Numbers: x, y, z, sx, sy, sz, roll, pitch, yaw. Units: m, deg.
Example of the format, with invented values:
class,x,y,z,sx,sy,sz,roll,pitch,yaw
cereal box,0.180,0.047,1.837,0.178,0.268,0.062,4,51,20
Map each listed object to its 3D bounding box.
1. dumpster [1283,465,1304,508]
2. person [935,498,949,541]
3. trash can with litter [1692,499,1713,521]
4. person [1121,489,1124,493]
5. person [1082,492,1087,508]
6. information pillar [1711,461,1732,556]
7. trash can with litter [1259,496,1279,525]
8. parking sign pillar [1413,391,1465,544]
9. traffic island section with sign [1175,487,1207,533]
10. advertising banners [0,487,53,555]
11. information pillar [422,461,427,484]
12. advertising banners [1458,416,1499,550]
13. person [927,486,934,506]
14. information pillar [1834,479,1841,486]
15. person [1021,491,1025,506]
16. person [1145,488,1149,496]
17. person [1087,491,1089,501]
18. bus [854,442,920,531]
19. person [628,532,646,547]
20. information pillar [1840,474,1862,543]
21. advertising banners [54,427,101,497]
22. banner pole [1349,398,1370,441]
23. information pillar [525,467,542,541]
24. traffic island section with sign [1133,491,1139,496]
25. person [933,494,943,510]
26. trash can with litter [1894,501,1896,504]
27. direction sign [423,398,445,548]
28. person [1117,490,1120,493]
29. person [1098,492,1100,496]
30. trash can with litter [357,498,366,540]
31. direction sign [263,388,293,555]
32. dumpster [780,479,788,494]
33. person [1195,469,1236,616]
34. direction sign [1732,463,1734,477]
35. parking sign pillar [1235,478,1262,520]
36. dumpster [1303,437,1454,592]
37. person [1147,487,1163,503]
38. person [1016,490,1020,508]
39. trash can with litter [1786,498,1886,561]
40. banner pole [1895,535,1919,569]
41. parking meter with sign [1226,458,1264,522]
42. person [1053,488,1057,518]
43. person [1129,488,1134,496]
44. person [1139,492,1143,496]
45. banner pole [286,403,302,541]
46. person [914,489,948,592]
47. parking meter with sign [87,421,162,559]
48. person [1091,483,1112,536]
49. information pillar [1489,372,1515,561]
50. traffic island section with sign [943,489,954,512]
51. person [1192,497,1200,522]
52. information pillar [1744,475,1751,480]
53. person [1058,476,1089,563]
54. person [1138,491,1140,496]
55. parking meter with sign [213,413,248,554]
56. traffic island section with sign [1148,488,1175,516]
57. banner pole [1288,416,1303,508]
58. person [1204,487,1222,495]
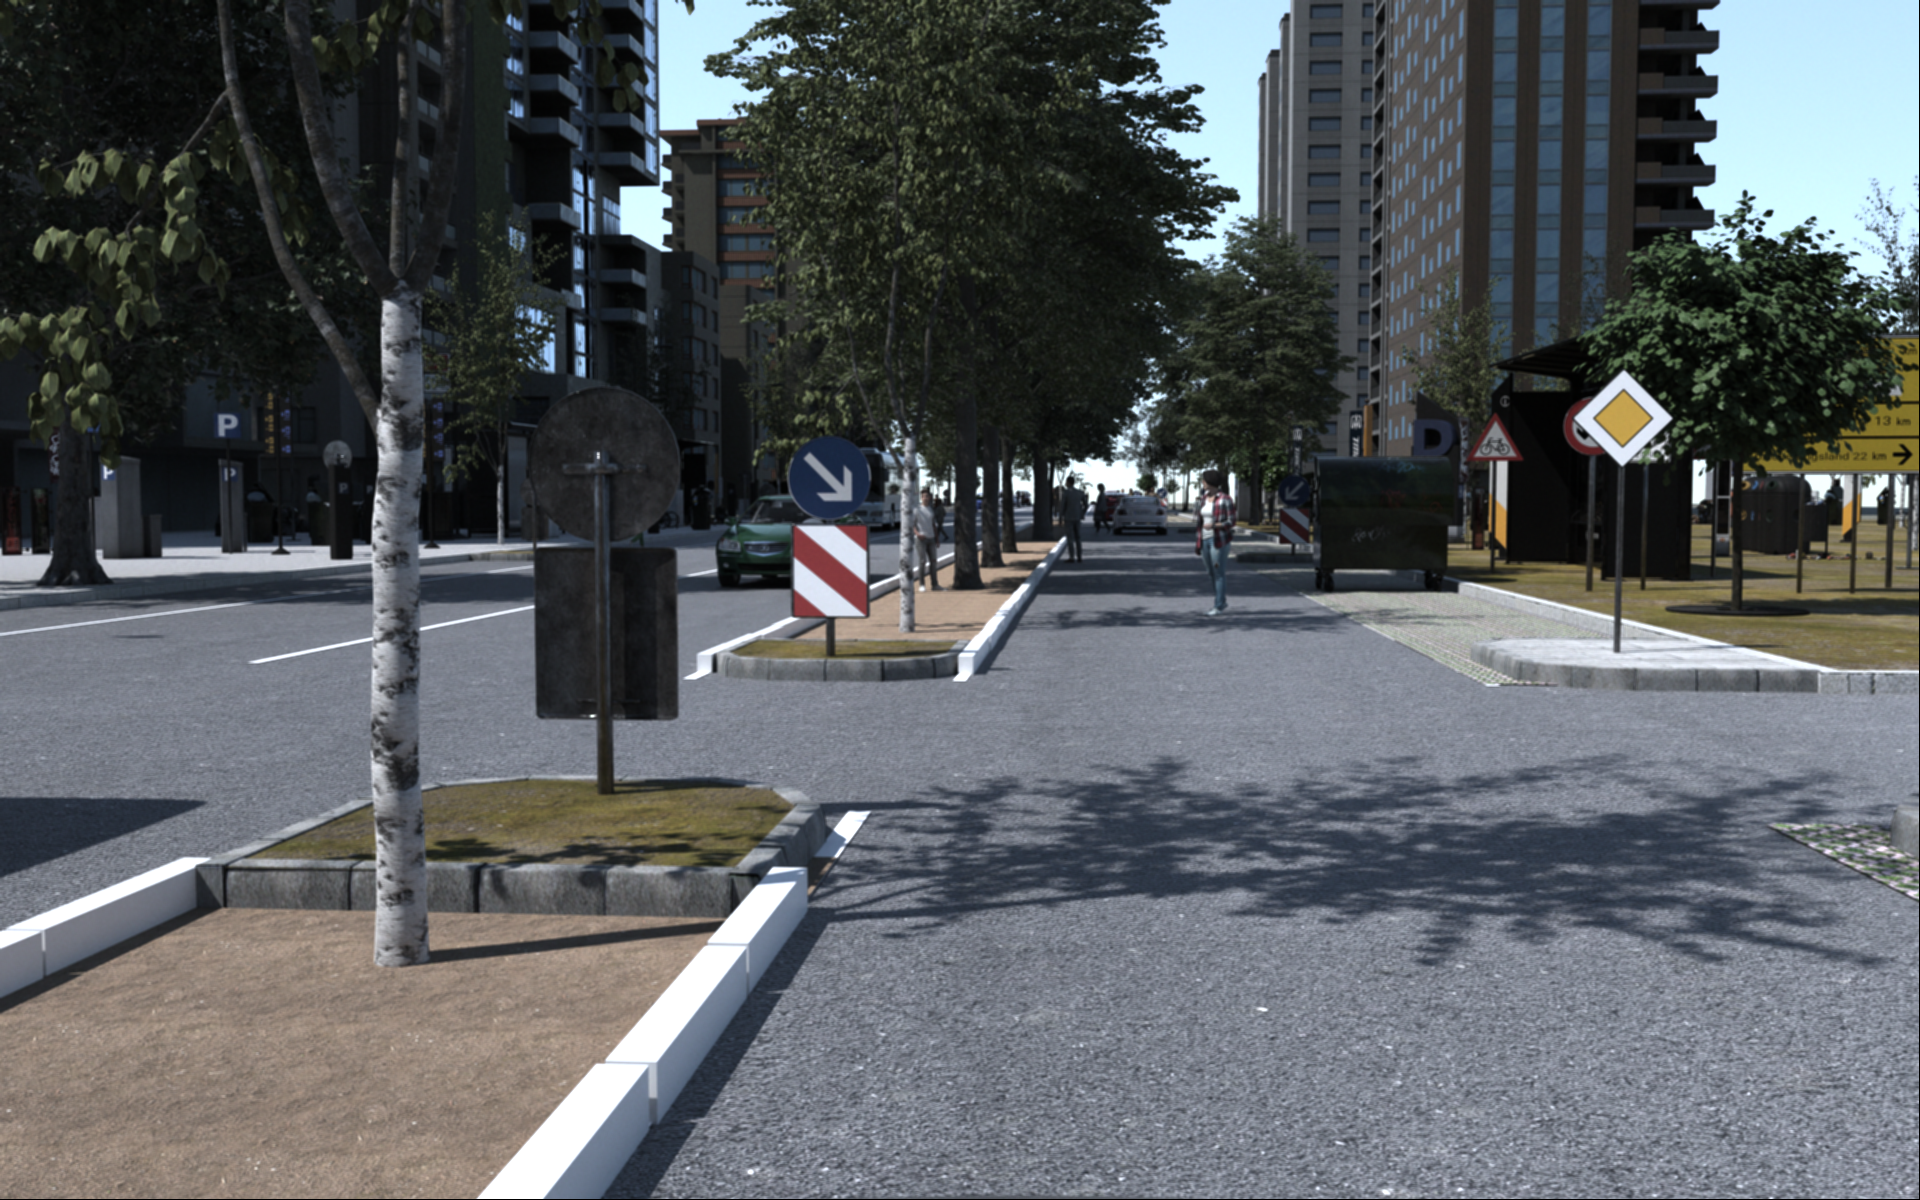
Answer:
class,x,y,z,sx,sy,sz,roll,pitch,yaw
dumpster,11.516,-3.326,56.868,1.502,2.255,1.985,0,4,4
person,-0.612,-2.440,52.659,0.640,1.303,0.475,2,4,24
trash can with litter,35.576,-4.384,83.066,1.055,1.170,0.624,0,4,2
person,9.765,-5.800,103.882,0.990,1.755,0.434,1,4,20
person,11.062,-8.854,154.180,0.541,1.710,0.530,1,4,19
information pillar,15.736,-1.914,35.780,0.304,2.012,0.304,1,4,11
trash can with litter,13.002,-3.801,73.210,1.678,1.210,2.233,1,4,15
parking sign pillar,12.412,-3.457,44.998,1.447,3.967,1.447,3,5,39
traffic island section with sign,9.053,-3.371,63.745,1.989,1.847,2.006,0,4,5
advertising banners,-19.951,-2.460,36.413,0.090,3.025,2.074,1,4,18
information pillar,-22.256,-4.916,71.735,0.183,3.616,0.504,2,4,32
advertising banners,11.915,-2.661,39.692,2.074,3.025,0.090,-3,5,-44
person,-1.522,-4.653,84.775,0.606,1.804,0.583,1,4,18
information pillar,42.329,-4.843,83.678,0.304,2.012,0.304,1,4,18
person,7.232,-11.741,200.993,0.721,1.766,1.217,1,4,15
person,11.278,-5.838,104.042,0.705,1.812,1.348,0,4,-2
person,17.859,-14.332,242.925,0.705,1.812,1.348,0,4,-6
bus,-3.635,-4.617,70.354,2.948,3.499,13.247,0,4,5
person,-8.459,-2.001,45.467,0.590,1.304,0.306,-3,4,-37
information pillar,23.582,-3.327,45.754,0.183,3.616,0.504,-2,4,-29
advertising banners,-22.166,-2.928,44.066,2.074,3.025,0.090,-1,4,-11
banner pole,10.535,-3.401,45.626,0.401,3.779,0.863,-2,4,-31
information pillar,-11.652,-2.621,47.347,0.304,2.012,0.304,2,4,30
traffic island section with sign,15.311,-8.075,140.648,1.989,1.847,2.006,0,4,5
person,-1.379,-5.440,100.696,1.065,1.426,0.557,-2,4,-33
trash can with litter,45.523,-4.496,84.903,0.624,1.170,1.055,2,4,30
direction sign,-12.520,-2.994,40.956,0.876,3.537,0.379,2,4,26
person,11.609,-7.228,127.461,1.217,1.735,0.721,2,4,31
person,15.735,-11.246,193.158,1.217,1.735,0.721,-3,5,-41
trash can with litter,-16.050,-2.224,47.744,1.055,1.170,0.624,-1,4,-20
direction sign,-14.448,-2.737,36.742,0.876,3.537,0.379,2,4,31
dumpster,-8.534,-5.264,88.565,1.502,2.255,1.985,0,4,5
person,3.039,-0.680,20.457,0.643,1.720,0.563,-2,4,-34
direction sign,34.309,-5.247,77.783,0.876,3.537,0.379,1,4,17
parking sign pillar,14.065,-5.866,84.375,1.447,3.967,1.447,-1,4,-23
dumpster,6.182,-1.259,25.536,1.985,2.255,1.502,0,4,6
person,10.225,-5.109,92.035,1.348,1.823,0.705,2,4,31
person,6.108,-10.653,182.689,0.705,1.822,1.348,0,4,2
trash can with litter,17.199,-1.402,33.979,2.233,1.210,1.678,0,4,6
banner pole,16.394,-2.427,29.702,0.401,3.779,0.863,3,5,42
parking meter with sign,13.242,-5.147,80.407,1.738,3.016,0.543,0,4,3
person,5.698,-5.927,105.494,1.348,1.812,0.705,0,3,0
person,11.196,-6.432,113.759,0.705,1.812,1.348,-1,4,-17
person,8.482,-4.272,80.941,0.523,1.515,0.503,2,4,31
banner pole,-18.227,-3.500,47.248,0.401,3.779,0.863,-1,4,-19
person,-0.475,-0.875,25.394,0.523,1.515,0.503,2,4,25
parking meter with sign,-16.630,-2.331,34.375,0.543,3.016,1.738,1,4,14
person,4.840,-3.083,59.082,0.728,1.800,0.709,0,4,7
information pillar,10.484,-2.577,33.495,0.183,3.616,0.504,-3,4,-37
traffic island section with sign,-1.024,-8.151,141.891,1.989,1.847,2.006,0,4,5
person,11.982,-4.609,88.142,0.394,1.301,0.425,3,4,38
information pillar,35.887,-5.354,78.889,0.504,3.616,0.183,-3,4,-38
person,2.359,-1.689,36.219,0.635,1.810,0.391,-2,4,-32
person,21.225,-12.028,205.021,0.709,1.838,0.599,1,4,21
parking meter with sign,-15.933,-2.550,37.950,0.543,3.016,1.738,-1,4,-18
traffic island section with sign,13.102,-6.413,113.479,1.989,1.847,2.006,0,4,5
banner pole,10.657,-3.992,55.289,0.401,3.779,0.863,-2,4,-29
person,6.507,-2.176,44.177,0.679,1.850,0.850,2,4,32
